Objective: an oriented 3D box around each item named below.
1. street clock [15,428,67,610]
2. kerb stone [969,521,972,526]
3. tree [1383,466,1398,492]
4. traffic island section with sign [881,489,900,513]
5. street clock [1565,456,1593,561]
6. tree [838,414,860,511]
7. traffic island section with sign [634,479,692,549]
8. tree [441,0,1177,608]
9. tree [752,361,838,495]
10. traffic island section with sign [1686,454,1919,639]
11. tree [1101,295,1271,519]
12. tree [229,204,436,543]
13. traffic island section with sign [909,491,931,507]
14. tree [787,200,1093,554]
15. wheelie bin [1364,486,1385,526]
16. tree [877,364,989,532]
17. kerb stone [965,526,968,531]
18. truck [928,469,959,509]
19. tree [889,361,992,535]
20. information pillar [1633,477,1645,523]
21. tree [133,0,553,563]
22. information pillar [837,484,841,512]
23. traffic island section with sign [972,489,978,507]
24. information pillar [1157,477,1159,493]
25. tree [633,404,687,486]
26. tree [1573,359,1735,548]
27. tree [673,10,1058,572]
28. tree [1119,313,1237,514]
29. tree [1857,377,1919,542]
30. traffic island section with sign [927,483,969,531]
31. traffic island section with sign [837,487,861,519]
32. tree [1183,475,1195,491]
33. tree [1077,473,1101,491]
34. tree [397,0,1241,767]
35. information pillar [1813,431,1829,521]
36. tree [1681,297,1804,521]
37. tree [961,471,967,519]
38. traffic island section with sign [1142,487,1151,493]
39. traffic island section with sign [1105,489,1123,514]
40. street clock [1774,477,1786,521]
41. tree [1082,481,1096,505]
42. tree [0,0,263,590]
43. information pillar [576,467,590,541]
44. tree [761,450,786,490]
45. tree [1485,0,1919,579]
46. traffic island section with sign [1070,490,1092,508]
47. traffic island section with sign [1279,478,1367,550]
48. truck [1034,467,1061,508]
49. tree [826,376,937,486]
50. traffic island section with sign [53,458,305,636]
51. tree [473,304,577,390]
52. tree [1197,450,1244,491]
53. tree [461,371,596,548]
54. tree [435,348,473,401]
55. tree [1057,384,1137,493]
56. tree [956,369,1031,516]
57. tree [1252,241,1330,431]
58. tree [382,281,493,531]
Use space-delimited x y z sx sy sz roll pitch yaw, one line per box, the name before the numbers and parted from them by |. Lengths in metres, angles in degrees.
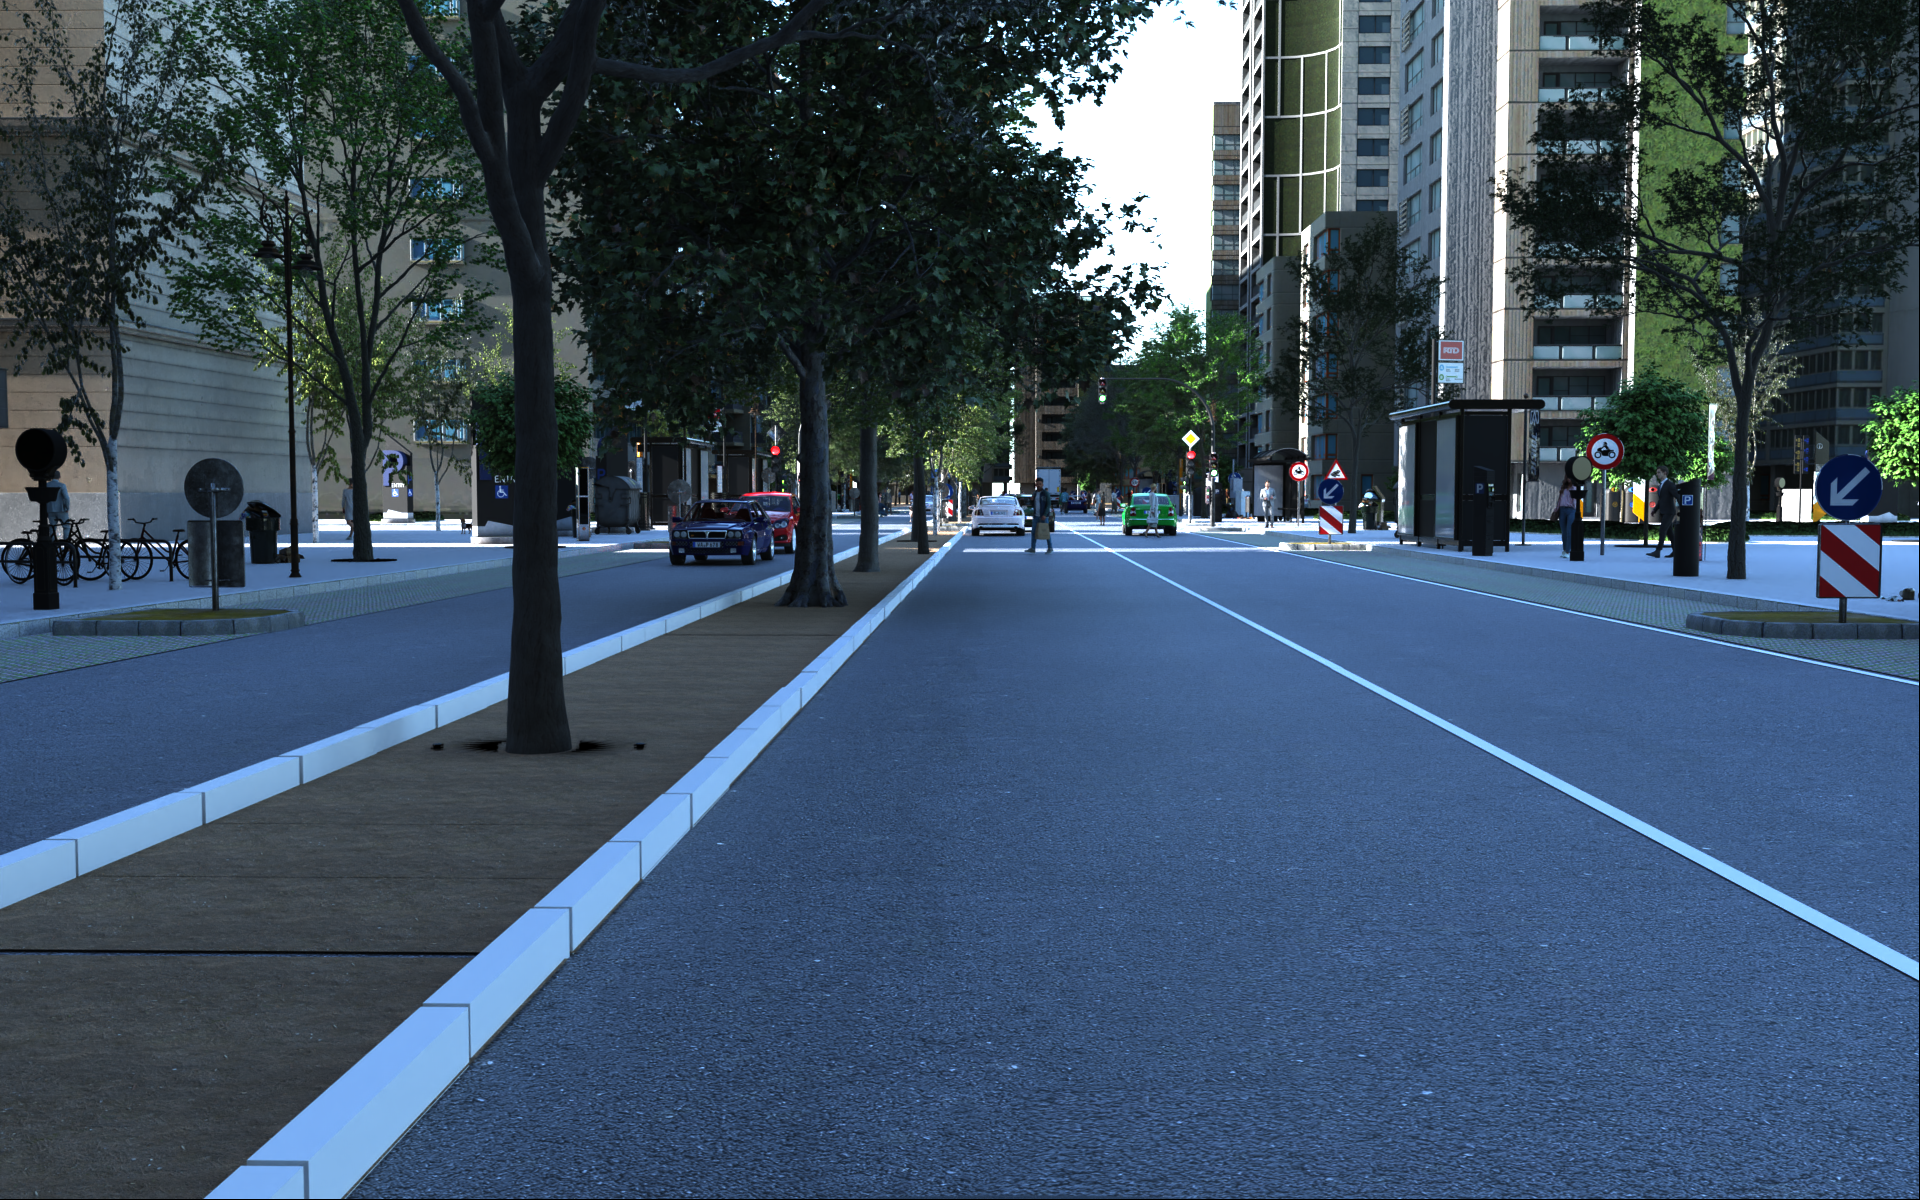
street clock | -10.173 -0.896 19.226 0.471 2.002 0.358 0 4 7
kerb stone | 0.474 -3.355 77.120 0.120 0.150 1.000 0 4 1
tree | 25.717 -6.521 101.224 1.663 3.219 1.824 0 3 0
traffic island section with sign | -5.455 -7.312 128.172 1.989 1.847 2.006 0 4 1
street clock | 11.838 -1.749 33.175 0.471 2.002 0.358 -1 4 -16
tree | -8.963 -11.191 133.329 4.360 8.622 3.978 0 3 0
traffic island section with sign | -7.455 -2.274 45.808 1.989 1.847 2.006 0 4 1
tree | -1.867 -6.269 21.959 9.611 12.733 9.660 0 3 0
tree | -8.981 -8.668 92.078 4.360 8.622 3.978 0 3 0
traffic island section with sign | 8.702 -0.568 17.913 1.989 1.847 2.006 0 4 1
tree | 12.780 -10.123 91.270 9.928 11.665 9.643 0 3 0
tree | -16.617 -5.795 45.116 4.737 8.622 4.395 0 3 0
traffic island section with sign | -4.253 -10.364 178.082 1.989 1.847 2.006 0 4 1
tree | -0.833 -6.376 41.124 8.767 10.594 7.601 0 4 1
wheelie bin | 15.796 -3.554 66.009 0.693 1.594 0.980 2 4 25
tree | -0.805 -6.843 64.709 4.737 8.622 4.395 0 3 0
kerb stone | 0.132 -2.510 63.240 0.120 0.150 1.000 0 4 1
truck | -1.433 -11.072 170.779 2.967 4.110 18.799 0 4 1
tree | -0.868 -6.538 59.723 4.360 8.622 3.978 0 3 0
information pillar | 26.486 -4.651 67.392 0.504 3.616 0.183 1 4 9
tree | -11.434 -6.543 32.733 9.928 11.665 9.643 0 3 0
information pillar | -8.791 -7.419 125.796 0.304 2.012 0.304 -1 4 -9
traffic island section with sign | 1.215 -8.730 150.879 2.006 1.907 1.989 0 4 1
information pillar | 14.889 -8.506 130.431 0.183 3.616 0.504 0 4 -2
tree | -15.111 -8.510 89.507 4.737 8.622 4.395 0 3 0
tree | 16.722 -3.558 41.881 4.285 4.588 4.351 0 3 0
tree | -1.778 -6.806 31.868 7.486 12.596 7.792 0 3 0
tree | 13.699 -11.633 108.332 7.486 12.596 7.792 0 3 0
tree | 25.795 -3.836 46.425 4.285 4.588 4.351 0 3 0
traffic island section with sign | -0.783 -3.683 68.357 2.006 1.907 1.989 0 4 1
traffic island section with sign | -6.119 -5.654 101.079 1.989 1.847 2.006 0 4 1
tree | 19.307 -9.293 146.533 1.663 3.219 1.824 0 3 0
tree | 16.699 -14.704 224.121 4.285 4.588 4.351 0 3 0
tree | -2.319 -5.887 9.087 12.009 13.543 11.850 0 3 0
information pillar | 32.012 -4.468 64.414 0.504 3.616 0.183 1 4 9
tree | 29.065 -6.966 64.250 4.360 8.622 3.978 0 3 0
tree | -1.023 -14.843 101.034 12.611 20.169 13.585 0 3 0
traffic island section with sign | 10.698 -5.615 100.435 1.989 1.847 2.006 0 4 1
traffic island section with sign | 11.354 -7.263 127.382 1.989 1.847 2.006 0 4 1
street clock | 35.583 -4.319 75.181 0.471 2.002 0.358 -2 4 -29
tree | 15.930 -13.258 211.367 1.663 3.219 1.824 0 3 0
tree | -11.563 -4.437 22.912 4.360 8.622 3.978 0 3 0
information pillar | -10.307 -2.618 47.299 0.304 2.012 0.304 -2 4 -24
tree | -13.912 -8.454 121.943 4.285 4.588 4.351 0 3 0
tree | 11.456 -5.582 25.681 7.601 10.594 8.767 -3 4 -39
traffic island section with sign | 12.573 -10.357 177.972 1.989 1.847 2.006 0 4 1
traffic island section with sign | 9.346 -2.216 44.861 1.989 1.847 2.006 0 4 1
truck | 9.309 -11.938 184.092 2.839 4.237 11.283 0 4 1
tree | -7.760 -14.766 148.087 9.857 13.997 8.962 0 3 0
traffic island section with sign | -8.118 -0.593 18.329 1.989 1.847 2.006 0 4 1
tree | -16.489 -7.008 64.947 4.737 8.622 4.395 0 3 0
tree | 19.094 -8.781 127.288 4.285 4.588 4.351 0 3 0
tree | -10.201 -3.516 41.203 4.285 4.588 4.351 0 3 0
tree | -17.773 -6.185 51.483 4.737 8.622 4.395 0 3 0
tree | 15.672 -17.708 196.188 9.857 13.997 8.962 0 3 0
tree | 1.667 -12.530 133.073 9.928 11.665 9.643 0 3 0
tree | 13.168 -7.465 56.459 7.601 10.594 8.767 -1 4 -17
tree | -18.069 -6.688 59.706 4.360 8.622 3.978 0 3 0
